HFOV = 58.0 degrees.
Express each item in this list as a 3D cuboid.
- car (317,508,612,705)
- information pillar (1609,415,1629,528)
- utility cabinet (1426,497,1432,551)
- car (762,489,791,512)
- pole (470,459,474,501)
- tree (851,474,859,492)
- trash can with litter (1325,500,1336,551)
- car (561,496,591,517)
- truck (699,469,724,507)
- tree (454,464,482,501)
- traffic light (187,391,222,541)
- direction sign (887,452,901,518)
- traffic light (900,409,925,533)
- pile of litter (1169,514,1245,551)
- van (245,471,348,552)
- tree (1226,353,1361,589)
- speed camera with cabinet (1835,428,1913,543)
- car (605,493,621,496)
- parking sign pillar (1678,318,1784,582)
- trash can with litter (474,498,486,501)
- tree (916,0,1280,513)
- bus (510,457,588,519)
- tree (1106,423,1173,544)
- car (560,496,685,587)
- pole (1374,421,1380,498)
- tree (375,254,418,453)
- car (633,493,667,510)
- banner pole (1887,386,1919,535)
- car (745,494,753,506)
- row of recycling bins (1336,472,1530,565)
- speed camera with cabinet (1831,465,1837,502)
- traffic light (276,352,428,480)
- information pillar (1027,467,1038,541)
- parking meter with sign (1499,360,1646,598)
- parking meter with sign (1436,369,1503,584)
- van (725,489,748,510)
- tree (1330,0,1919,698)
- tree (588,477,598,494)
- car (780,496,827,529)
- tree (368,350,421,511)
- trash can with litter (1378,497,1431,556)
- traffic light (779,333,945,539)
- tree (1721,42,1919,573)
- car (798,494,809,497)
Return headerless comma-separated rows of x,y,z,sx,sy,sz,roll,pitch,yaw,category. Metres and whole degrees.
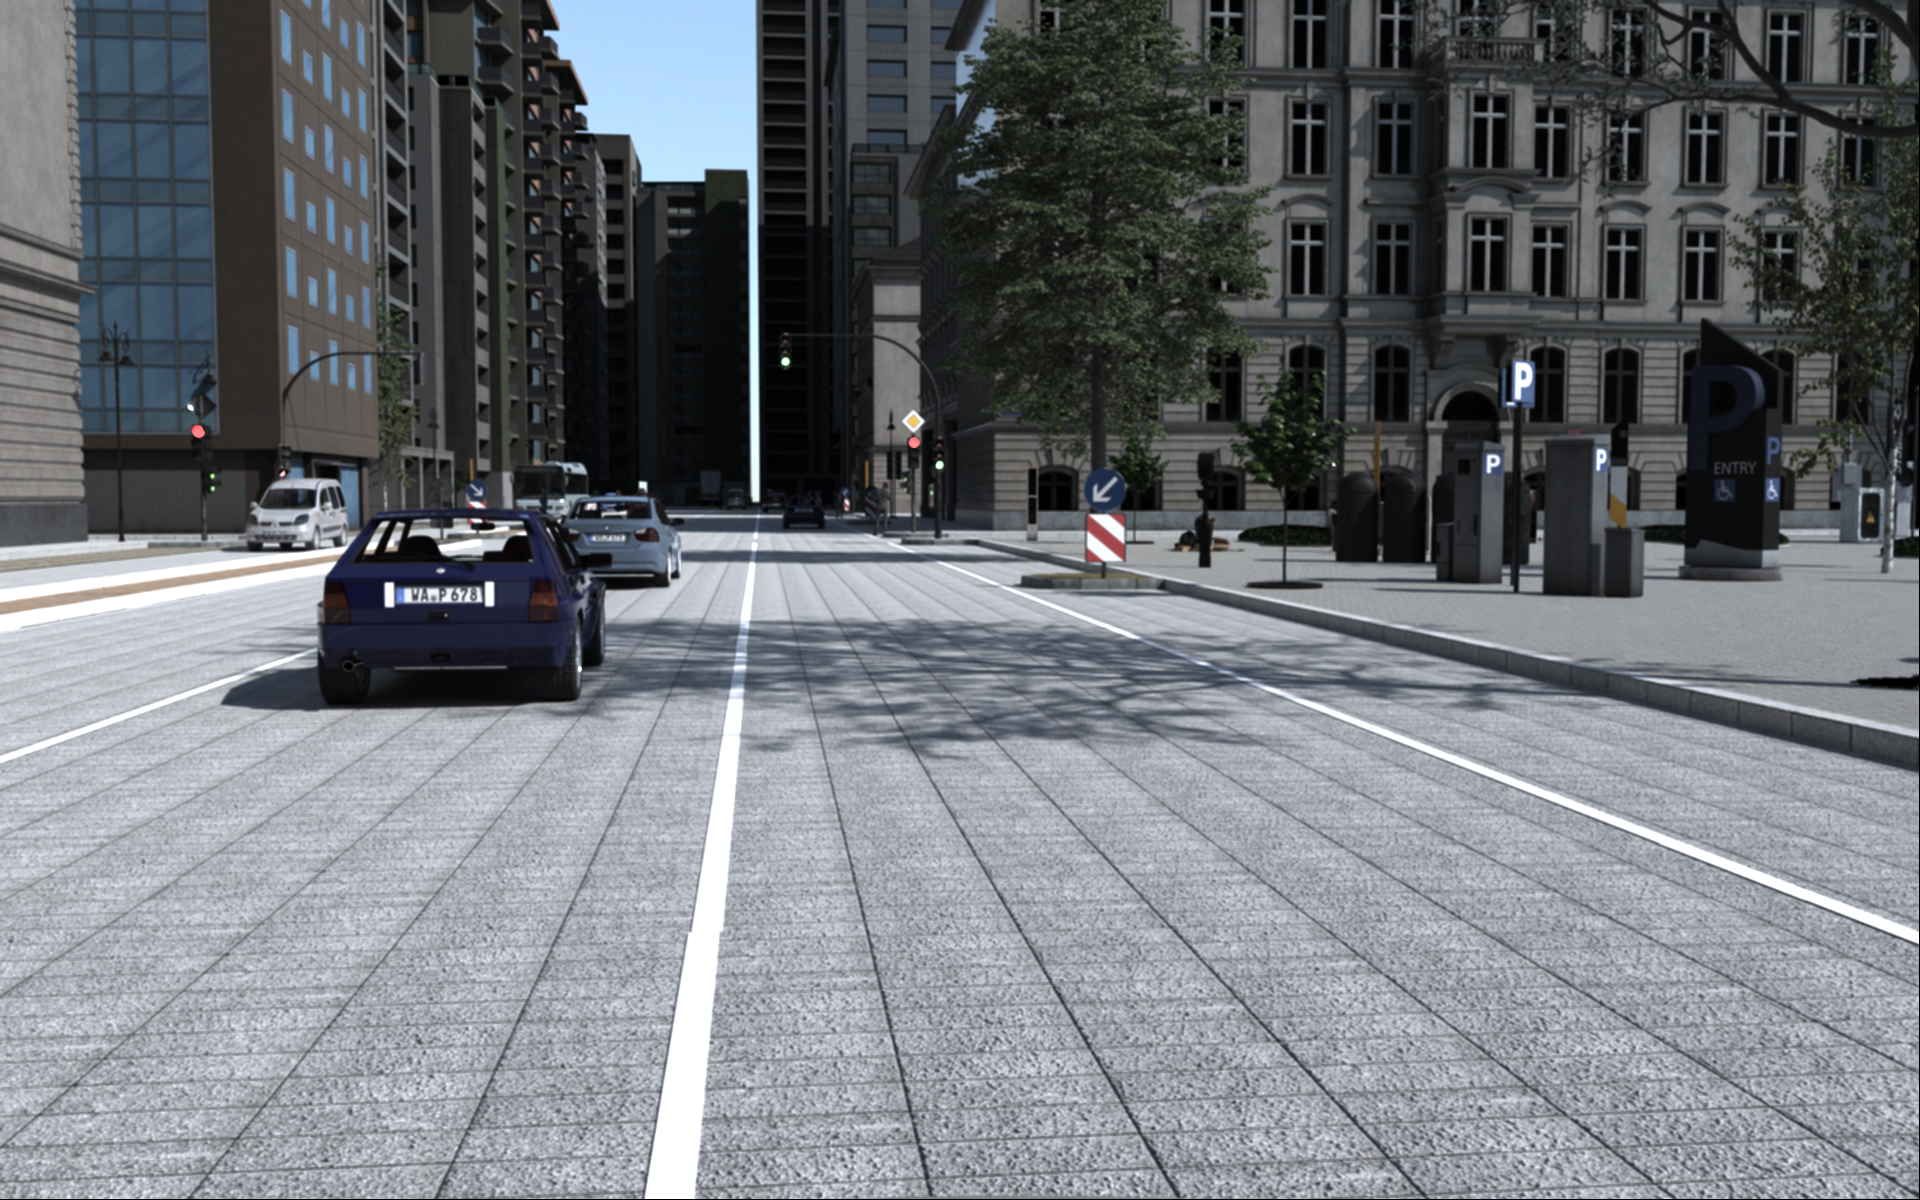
-3.673,-0.039,13.226,1.945,1.354,3.894,0,4,-8,car
19.677,-3.690,51.685,0.504,3.616,0.183,1,4,17,information pillar
10.410,-1.729,39.434,0.306,1.237,1.020,-2,4,-29,utility cabinet
-14.551,-7.860,137.176,2.281,1.827,5.304,0,4,-5,car
-28.259,-6.507,100.234,0.158,3.312,0.155,0,3,0,pole
-7.513,-8.565,134.633,1.663,3.219,1.824,0,3,0,tree
8.579,-1.680,38.849,0.624,1.170,1.055,1,4,22,trash can with litter
-23.928,-5.899,108.816,2.083,1.381,4.827,0,4,-5,car
-28.866,-12.984,201.205,2.839,4.237,11.283,0,4,-7,truck
-30.964,-7.037,109.652,1.663,3.219,1.824,0,3,0,tree
-20.685,-3.573,47.346,0.839,4.253,0.868,0,4,-7,traffic light
-3.508,-6.141,92.400,0.876,3.537,0.379,2,4,28,direction sign
-1.567,-4.200,57.586,0.839,4.253,0.868,0,4,-7,traffic light
5.588,-1.534,39.052,1.719,0.858,1.176,1,4,13,pile of litter
-16.993,-2.289,44.444,2.013,2.044,4.112,0,4,-5,van
4.434,-1.792,23.896,1.663,3.219,1.824,0,3,0,tree
24.368,-3.157,45.949,2.038,3.252,0.660,-1,4,-21,speed camera with cabinet
-28.500,-8.099,142.014,1.945,1.707,3.694,0,4,-6,car
11.608,-2.294,25.987,1.447,3.967,1.447,-2,4,-32,parking sign pillar
-29.226,-5.729,105.055,0.624,1.170,1.055,1,4,13,trash can with litter
2.847,-7.203,35.903,7.486,12.596,7.792,0,3,0,tree
-22.826,-6.247,96.994,2.948,3.499,13.247,0,4,-6,bus
4.477,-3.080,44.967,1.663,3.219,1.824,0,3,0,tree
-5.458,-0.968,27.822,2.014,1.417,4.499,0,4,-6,car
11.595,-3.324,48.193,0.158,3.312,0.155,0,3,0,pole
-26.773,-9.447,72.590,7.486,12.596,7.792,0,3,0,tree
-16.529,-5.026,91.221,2.155,1.783,4.494,0,4,-7,car
22.016,-3.081,40.392,0.863,3.779,0.401,1,4,13,banner pole
-25.210,-11.778,202.790,2.015,1.641,3.980,0,4,-5,car
8.774,-1.538,32.258,3.534,1.692,1.069,1,4,23,row of recycling bins
27.183,-3.506,51.657,2.038,3.252,0.660,1,4,11,speed camera with cabinet
-19.527,-4.947,55.552,4.771,5.953,1.251,0,4,-7,traffic light
1.990,-2.641,47.666,0.304,2.012,0.304,0,4,2,information pillar
7.848,-1.577,22.052,0.543,3.016,1.738,-3,5,-40,parking meter with sign
7.499,-1.756,24.978,0.543,3.016,1.738,-1,4,-18,parking meter with sign
-19.846,-8.979,153.814,2.013,2.044,4.112,0,4,-6,van
6.652,-6.151,10.936,12.009,13.543,11.850,0,3,0,tree
-40.186,-11.943,189.872,1.663,3.219,1.824,0,3,0,tree
-6.540,-3.665,72.497,1.945,1.354,3.894,0,4,-5,car
-27.776,-8.136,83.379,4.737,8.622,4.395,0,3,0,tree
9.341,-1.574,36.795,2.233,1.210,1.678,-2,4,-33,trash can with litter
-2.725,-4.563,49.274,4.771,5.953,1.251,0,4,-7,traffic light
14.960,-4.752,28.053,4.737,8.622,4.395,0,3,0,tree
-18.222,-11.712,201.081,1.945,1.707,3.694,0,4,-7,car
